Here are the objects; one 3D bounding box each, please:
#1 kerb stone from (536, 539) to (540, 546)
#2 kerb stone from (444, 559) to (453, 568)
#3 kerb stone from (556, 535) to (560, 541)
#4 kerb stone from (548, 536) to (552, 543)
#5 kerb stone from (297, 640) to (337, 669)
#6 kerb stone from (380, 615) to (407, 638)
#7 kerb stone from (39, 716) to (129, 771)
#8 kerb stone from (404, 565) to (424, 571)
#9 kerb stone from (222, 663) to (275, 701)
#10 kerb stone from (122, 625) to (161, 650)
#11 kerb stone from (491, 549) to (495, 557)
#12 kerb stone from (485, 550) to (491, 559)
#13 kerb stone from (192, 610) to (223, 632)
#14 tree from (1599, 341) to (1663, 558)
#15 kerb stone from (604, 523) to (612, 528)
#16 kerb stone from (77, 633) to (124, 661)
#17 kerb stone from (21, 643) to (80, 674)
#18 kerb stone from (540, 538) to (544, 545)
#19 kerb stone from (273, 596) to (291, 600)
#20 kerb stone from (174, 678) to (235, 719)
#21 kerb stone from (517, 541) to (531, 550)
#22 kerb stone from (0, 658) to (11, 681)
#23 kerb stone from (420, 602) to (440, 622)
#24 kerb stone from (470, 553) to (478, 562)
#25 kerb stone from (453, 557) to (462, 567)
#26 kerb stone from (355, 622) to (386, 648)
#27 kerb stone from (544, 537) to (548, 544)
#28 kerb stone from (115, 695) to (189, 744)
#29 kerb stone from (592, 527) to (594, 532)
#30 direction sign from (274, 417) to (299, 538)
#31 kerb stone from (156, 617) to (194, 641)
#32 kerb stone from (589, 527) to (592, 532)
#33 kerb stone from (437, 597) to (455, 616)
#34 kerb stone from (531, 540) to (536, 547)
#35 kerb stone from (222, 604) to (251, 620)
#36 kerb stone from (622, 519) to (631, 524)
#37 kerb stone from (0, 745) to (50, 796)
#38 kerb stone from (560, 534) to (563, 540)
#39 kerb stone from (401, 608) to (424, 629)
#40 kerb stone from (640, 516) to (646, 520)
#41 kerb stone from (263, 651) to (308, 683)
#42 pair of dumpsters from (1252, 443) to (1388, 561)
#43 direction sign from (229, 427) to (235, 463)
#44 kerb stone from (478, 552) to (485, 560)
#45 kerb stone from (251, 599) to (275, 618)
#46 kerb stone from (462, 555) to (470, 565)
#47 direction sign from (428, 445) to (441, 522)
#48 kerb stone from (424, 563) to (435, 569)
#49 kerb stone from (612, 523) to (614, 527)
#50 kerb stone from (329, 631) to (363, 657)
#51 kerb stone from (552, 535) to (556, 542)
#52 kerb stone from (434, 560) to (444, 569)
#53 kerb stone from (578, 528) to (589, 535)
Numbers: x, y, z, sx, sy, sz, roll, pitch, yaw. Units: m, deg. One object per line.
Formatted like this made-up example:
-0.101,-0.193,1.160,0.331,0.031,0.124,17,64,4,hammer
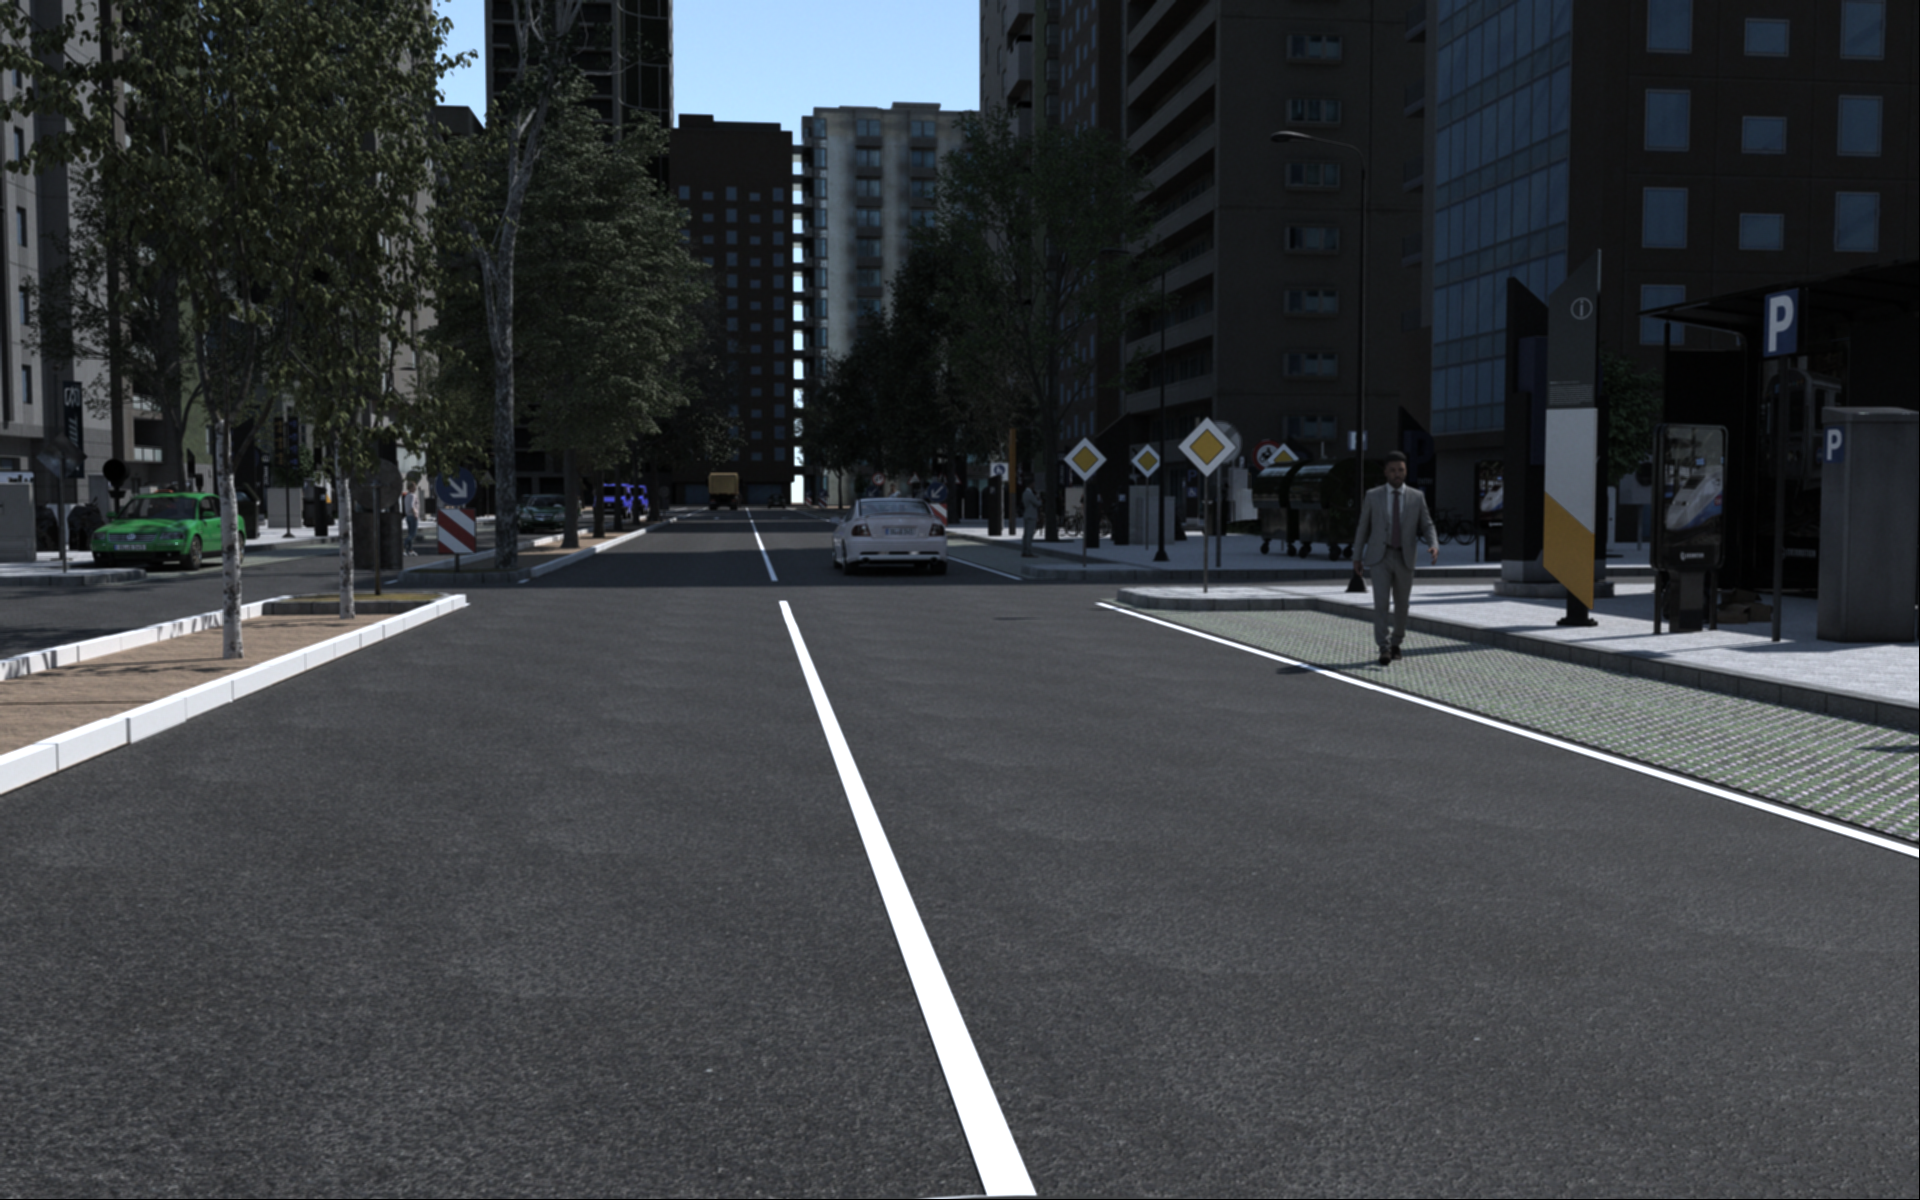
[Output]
-11.674,-1.536,47.325,0.120,0.150,1.000,0,4,-7,kerb stone
-9.876,-0.665,33.069,0.120,0.150,1.000,0,4,-7,kerb stone
-12.310,-1.848,52.422,0.120,0.150,1.000,0,4,-7,kerb stone
-12.056,-1.724,50.381,0.120,0.150,1.000,0,4,-7,kerb stone
-5.408,0.472,14.478,0.120,0.150,1.000,0,4,-7,kerb stone
-5.784,0.286,17.523,0.120,0.150,1.000,0,4,-7,kerb stone
-4.767,0.782,9.408,0.120,0.150,1.000,0,4,-7,kerb stone
-9.480,-0.476,30.002,0.120,0.150,1.000,0,4,-7,kerb stone
-5.143,0.597,12.451,0.120,0.150,1.000,0,4,-7,kerb stone
-7.740,0.373,16.218,0.120,0.150,1.000,0,4,-7,kerb stone
-10.636,-1.035,39.183,0.120,0.150,1.000,0,4,-7,kerb stone
-10.520,-0.975,38.167,0.120,0.150,1.000,0,4,-7,kerb stone
-8.004,0.241,18.259,0.120,0.150,1.000,0,4,-7,kerb stone
12.939,-3.162,35.406,4.285,4.588,4.351,0,3,0,tree
-15.014,-3.154,73.762,0.120,0.150,1.000,0,4,-7,kerb stone
-7.606,0.430,15.202,0.120,0.150,1.000,0,4,-7,kerb stone
-7.485,0.490,14.186,0.120,0.150,1.000,0,4,-7,kerb stone
-11.795,-1.596,48.342,0.120,0.150,1.000,0,4,-7,kerb stone
-8.386,0.054,21.306,0.120,0.150,1.000,0,4,-7,kerb stone
-5.014,0.658,11.437,0.120,0.150,1.000,0,4,-7,kerb stone
-11.417,-1.413,45.294,0.120,0.150,1.000,0,4,-7,kerb stone
-7.362,0.561,13.172,0.120,0.150,1.000,0,4,-7,kerb stone
-6.050,0.162,19.560,0.120,0.150,1.000,0,4,-7,kerb stone
-10.256,-0.853,36.135,0.120,0.150,1.000,0,4,-7,kerb stone
-9.997,-0.724,34.088,0.120,0.150,1.000,0,4,-7,kerb stone
-5.663,0.351,16.508,0.120,0.150,1.000,0,4,-7,kerb stone
-11.920,-1.662,49.365,0.120,0.150,1.000,0,4,-7,kerb stone
-4.881,0.720,10.424,0.120,0.150,1.000,0,4,-7,kerb stone
-13.850,-2.591,64.617,0.120,0.150,1.000,0,4,-7,kerb stone
-19.794,-3.606,50.956,0.876,3.537,0.379,1,4,22,direction sign
-7.869,0.303,17.243,0.120,0.150,1.000,0,4,-7,kerb stone
-13.724,-2.532,63.597,0.120,0.150,1.000,0,4,-7,kerb stone
-6.176,0.099,20.582,0.120,0.150,1.000,0,4,-7,kerb stone
-11.539,-1.475,46.309,0.120,0.150,1.000,0,4,-7,kerb stone
-8.129,0.178,19.278,0.120,0.150,1.000,0,4,-7,kerb stone
-16.555,-3.901,85.970,0.120,0.150,1.000,0,4,-7,kerb stone
-4.638,0.847,8.394,0.120,0.150,1.000,0,4,-7,kerb stone
-12.445,-1.911,53.435,0.120,0.150,1.000,0,4,-7,kerb stone
-5.913,0.226,18.538,0.120,0.150,1.000,0,4,-7,kerb stone
-18.352,-4.773,100.235,0.120,0.150,1.000,0,4,-7,kerb stone
-5.278,0.534,13.464,0.120,0.150,1.000,0,4,-7,kerb stone
7.290,-1.988,35.004,1.574,2.255,4.437,0,4,-7,pair of dumpsters
-24.611,-4.068,58.507,0.379,3.537,0.876,-3,4,-36,direction sign
-10.384,-0.911,37.149,0.120,0.150,1.000,0,4,-7,kerb stone
-8.251,0.116,20.293,0.120,0.150,1.000,0,4,-7,kerb stone
-10.126,-0.787,35.114,0.120,0.150,1.000,0,4,-7,kerb stone
-23.993,-5.350,79.469,0.379,3.537,0.876,3,5,43,direction sign
-9.612,-0.538,31.030,0.120,0.150,1.000,0,4,-7,kerb stone
-15.139,-3.216,74.782,0.120,0.150,1.000,0,4,-7,kerb stone
-5.538,0.412,15.491,0.120,0.150,1.000,0,4,-7,kerb stone
-12.184,-1.785,51.400,0.120,0.150,1.000,0,4,-7,kerb stone
-9.741,-0.603,32.055,0.120,0.150,1.000,0,4,-7,kerb stone
-13.603,-2.470,62.581,0.120,0.150,1.000,0,4,-7,kerb stone
